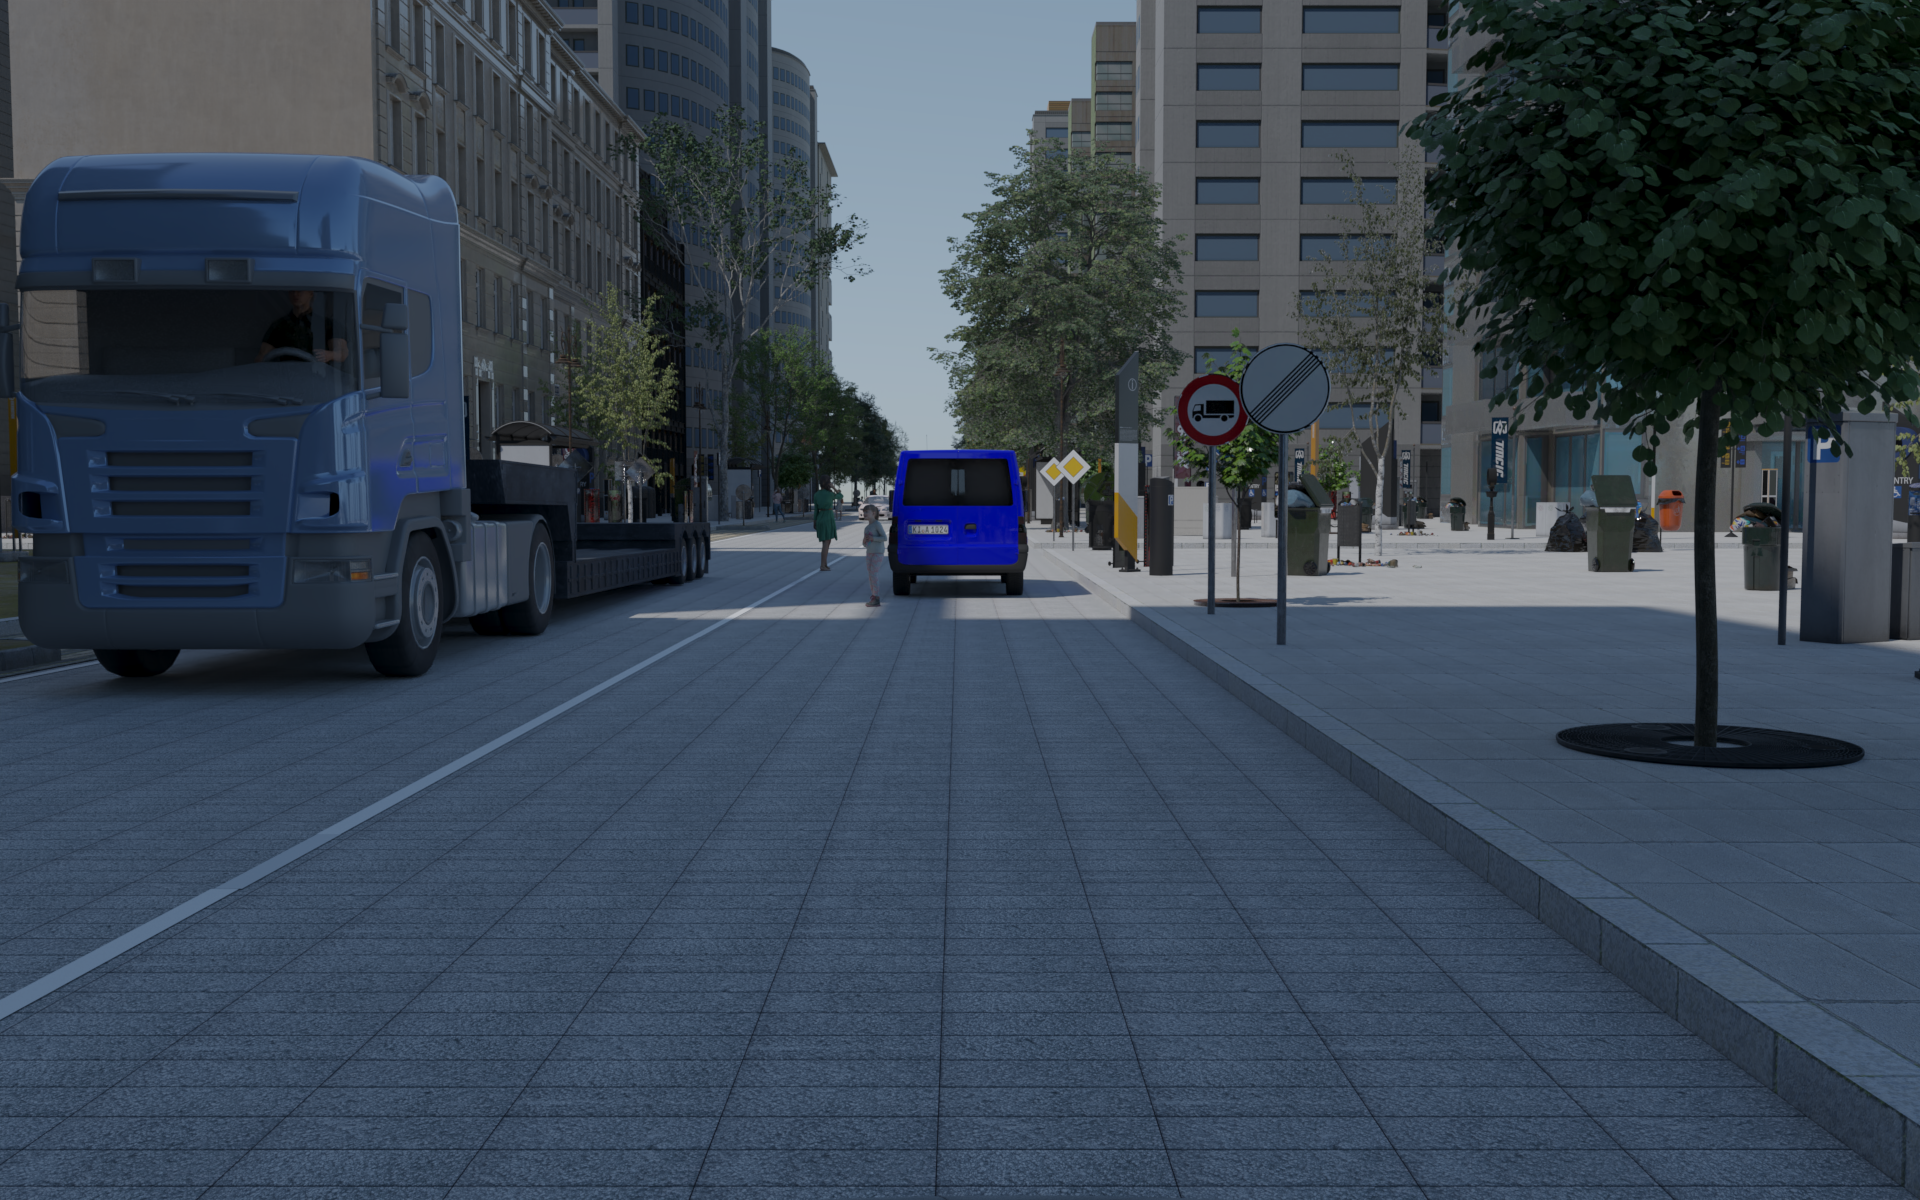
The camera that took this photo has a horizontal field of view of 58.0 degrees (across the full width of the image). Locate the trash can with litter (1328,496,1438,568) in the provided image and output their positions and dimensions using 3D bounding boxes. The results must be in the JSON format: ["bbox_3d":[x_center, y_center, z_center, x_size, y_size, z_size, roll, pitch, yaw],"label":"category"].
[{"bbox_3d":[7.139,-1.202,30.716,1.678,1.210,2.233,-3,4,-36],"label":"trash can with litter"}]

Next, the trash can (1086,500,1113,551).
[{"bbox_3d":[3.241,-1.705,39.526,0.748,1.137,0.748,0,3,0],"label":"trash can"}]

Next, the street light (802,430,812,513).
[{"bbox_3d":[-10.657,-8.945,119.046,0.468,5.910,1.993,0,3,0],"label":"street light"}]

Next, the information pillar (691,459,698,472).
[{"bbox_3d":[-17.803,-7.650,116.435,0.504,3.616,0.183,1,4,21],"label":"information pillar"}]

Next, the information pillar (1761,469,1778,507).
[{"bbox_3d":[23.674,-2.825,50.686,0.304,2.012,0.304,-1,4,-13],"label":"information pillar"}]

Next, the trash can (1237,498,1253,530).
[{"bbox_3d":[10.167,-3.093,62.224,0.748,1.137,0.748,0,3,0],"label":"trash can"}]

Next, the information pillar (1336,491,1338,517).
[{"bbox_3d":[19.852,-5.356,92.067,0.304,2.012,0.304,-2,4,-32],"label":"information pillar"}]

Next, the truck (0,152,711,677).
[{"bbox_3d":[-5.449,-1.882,20.523,2.967,4.110,18.799,0,4,0],"label":"truck"}]

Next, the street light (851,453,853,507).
[{"bbox_3d":[-10.662,-12.119,170.930,0.468,5.910,1.993,0,3,0],"label":"street light"}]

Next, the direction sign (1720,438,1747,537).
[{"bbox_3d":[22.982,-3.640,51.507,0.379,3.537,0.876,-2,4,-26],"label":"direction sign"}]

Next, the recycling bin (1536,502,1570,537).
[{"bbox_3d":[17.899,-2.430,52.288,0.722,1.027,0.722,-3,4,-37],"label":"recycling bin"}]

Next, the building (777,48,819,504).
[{"bbox_3d":[-30.196,-41.876,226.674,21.231,58.520,28.212,0,3,0],"label":"building"}]

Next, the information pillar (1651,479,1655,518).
[{"bbox_3d":[19.628,-3.526,48.997,0.183,3.616,0.504,1,4,23],"label":"information pillar"}]

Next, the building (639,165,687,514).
[{"bbox_3d":[-25.229,-17.299,112.520,12.332,23.373,15.834,0,3,0],"label":"building"}]

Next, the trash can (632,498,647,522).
[{"bbox_3d":[-12.514,-3.413,67.449,0.748,1.137,0.748,0,3,0],"label":"trash can"}]

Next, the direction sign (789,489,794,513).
[{"bbox_3d":[-11.408,-7.635,116.825,0.379,3.537,0.876,-2,4,-32],"label":"direction sign"}]

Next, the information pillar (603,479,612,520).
[{"bbox_3d":[-17.187,-4.894,84.509,0.304,2.012,0.304,1,4,16],"label":"information pillar"}]

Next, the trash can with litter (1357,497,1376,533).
[{"bbox_3d":[13.572,-2.837,57.778,0.624,1.170,1.055,1,4,11],"label":"trash can with litter"}]

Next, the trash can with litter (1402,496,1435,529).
[{"bbox_3d":[16.939,-3.243,64.407,0.624,1.170,1.055,-2,4,-27],"label":"trash can with litter"}]

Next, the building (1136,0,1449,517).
[{"bbox_3d":[21.345,-34.494,105.980,21.231,58.520,28.212,0,3,0],"label":"building"}]

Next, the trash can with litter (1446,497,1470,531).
[{"bbox_3d":[17.334,-2.986,60.205,0.624,1.170,1.055,2,4,35],"label":"trash can with litter"}]

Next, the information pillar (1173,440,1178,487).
[{"bbox_3d":[6.997,-3.971,56.287,0.183,3.616,0.504,0,4,-2],"label":"information pillar"}]

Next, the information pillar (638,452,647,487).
[{"bbox_3d":[-17.651,-6.417,96.278,0.504,3.616,0.183,0,4,-2],"label":"information pillar"}]

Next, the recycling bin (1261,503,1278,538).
[{"bbox_3d":[9.380,-2.374,51.368,0.722,1.027,0.722,0,4,-7],"label":"recycling bin"}]

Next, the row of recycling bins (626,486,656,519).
[{"bbox_3d":[-16.742,-5.132,91.013,1.069,1.692,3.534,0,4,5],"label":"row of recycling bins"}]

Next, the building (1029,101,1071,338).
[{"bbox_3d":[21.132,-44.289,266.115,21.231,58.520,28.212,0,3,0],"label":"building"}]

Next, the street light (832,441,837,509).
[{"bbox_3d":[-10.697,-10.690,147.562,0.468,5.910,1.993,0,3,0],"label":"street light"}]

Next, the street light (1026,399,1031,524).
[{"bbox_3d":[2.970,-6.245,74.888,0.468,5.910,1.993,0,3,0],"label":"street light"}]

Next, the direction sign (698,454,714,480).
[{"bbox_3d":[-14.399,-6.499,98.252,0.876,3.537,0.379,-1,4,-19],"label":"direction sign"}]

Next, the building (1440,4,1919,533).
[{"bbox_3d":[34.216,-27.311,66.146,30.456,49.044,23.786,0,3,0],"label":"building"}]

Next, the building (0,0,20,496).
[{"bbox_3d":[-47.801,-17.230,59.211,29.804,29.767,11.434,0,3,0],"label":"building"}]

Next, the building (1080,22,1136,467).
[{"bbox_3d":[18.480,-28.777,154.100,14.154,41.232,14.086,0,3,0],"label":"building"}]

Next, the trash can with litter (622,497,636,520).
[{"bbox_3d":[-16.713,-4.626,87.028,1.055,1.170,0.624,-1,4,-15],"label":"trash can with litter"}]

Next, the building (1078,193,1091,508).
[{"bbox_3d":[18.367,-24.269,168.498,14.160,30.474,14.107,0,3,0],"label":"building"}]

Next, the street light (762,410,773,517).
[{"bbox_3d":[-10.616,-7.516,95.679,0.468,5.910,1.993,0,3,0],"label":"street light"}]

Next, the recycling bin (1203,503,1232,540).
[{"bbox_3d":[7.404,-2.249,49.320,0.722,1.027,0.722,3,5,45],"label":"recycling bin"}]

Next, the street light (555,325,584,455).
[{"bbox_3d":[-10.684,-4.569,47.491,0.468,5.910,1.993,0,3,0],"label":"street light"}]

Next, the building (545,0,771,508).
[{"bbox_3d":[-29.723,-38.038,163.927,21.231,58.520,28.212,0,3,0],"label":"building"}]

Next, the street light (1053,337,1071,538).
[{"bbox_3d":[2.994,-4.783,50.997,0.468,5.910,1.993,0,3,0],"label":"street light"}]

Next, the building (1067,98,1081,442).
[{"bbox_3d":[18.235,-30.504,182.334,14.154,41.232,14.086,0,3,0],"label":"building"}]

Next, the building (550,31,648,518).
[{"bbox_3d":[-24.755,-18.012,91.753,12.463,27.353,25.104,0,3,0],"label":"building"}]

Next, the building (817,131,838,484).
[{"bbox_3d":[-32.990,-40.698,254.651,28.713,52.752,27.495,0,3,0],"label":"building"}]

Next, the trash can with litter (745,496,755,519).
[{"bbox_3d":[-11.141,-4.798,89.839,1.055,1.170,0.624,3,4,38],"label":"trash can with litter"}]

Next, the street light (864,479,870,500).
[{"bbox_3d":[-10.696,-13.548,194.297,0.468,5.910,1.993,0,3,0],"label":"street light"}]

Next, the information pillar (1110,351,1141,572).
[{"bbox_3d":[2.734,-2.262,28.346,0.504,3.616,0.183,-3,5,-42],"label":"information pillar"}]

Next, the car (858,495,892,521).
[{"bbox_3d":[-4.501,-5.072,95.286,2.083,1.381,4.827,0,4,2],"label":"car"}]

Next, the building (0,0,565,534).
[{"bbox_3d":[-24.019,-16.459,66.373,12.463,27.353,25.104,0,3,0],"label":"building"}]

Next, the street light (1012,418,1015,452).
[{"bbox_3d":[3.077,-7.674,98.256,0.468,5.910,1.993,0,3,0],"label":"street light"}]

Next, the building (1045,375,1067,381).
[{"bbox_3d":[25.601,-24.024,237.836,27.650,21.520,28.899,0,3,0],"label":"building"}]

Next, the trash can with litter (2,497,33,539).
[{"bbox_3d":[-27.642,-2.372,49.835,1.678,1.210,2.233,3,5,41],"label":"trash can with litter"}]

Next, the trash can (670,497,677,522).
[{"bbox_3d":[-12.686,-4.056,77.965,0.748,1.137,0.748,0,3,0],"label":"trash can"}]

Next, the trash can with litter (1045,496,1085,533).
[{"bbox_3d":[3.644,-2.889,58.295,1.678,1.210,2.233,2,4,34],"label":"trash can with litter"}]

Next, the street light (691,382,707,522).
[{"bbox_3d":[-10.717,-6.033,71.429,0.468,5.910,1.993,0,3,0],"label":"street light"}]

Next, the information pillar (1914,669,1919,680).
[{"bbox_3d":[6.749,-1.258,11.919,0.183,3.616,0.504,1,4,19],"label":"information pillar"}]
